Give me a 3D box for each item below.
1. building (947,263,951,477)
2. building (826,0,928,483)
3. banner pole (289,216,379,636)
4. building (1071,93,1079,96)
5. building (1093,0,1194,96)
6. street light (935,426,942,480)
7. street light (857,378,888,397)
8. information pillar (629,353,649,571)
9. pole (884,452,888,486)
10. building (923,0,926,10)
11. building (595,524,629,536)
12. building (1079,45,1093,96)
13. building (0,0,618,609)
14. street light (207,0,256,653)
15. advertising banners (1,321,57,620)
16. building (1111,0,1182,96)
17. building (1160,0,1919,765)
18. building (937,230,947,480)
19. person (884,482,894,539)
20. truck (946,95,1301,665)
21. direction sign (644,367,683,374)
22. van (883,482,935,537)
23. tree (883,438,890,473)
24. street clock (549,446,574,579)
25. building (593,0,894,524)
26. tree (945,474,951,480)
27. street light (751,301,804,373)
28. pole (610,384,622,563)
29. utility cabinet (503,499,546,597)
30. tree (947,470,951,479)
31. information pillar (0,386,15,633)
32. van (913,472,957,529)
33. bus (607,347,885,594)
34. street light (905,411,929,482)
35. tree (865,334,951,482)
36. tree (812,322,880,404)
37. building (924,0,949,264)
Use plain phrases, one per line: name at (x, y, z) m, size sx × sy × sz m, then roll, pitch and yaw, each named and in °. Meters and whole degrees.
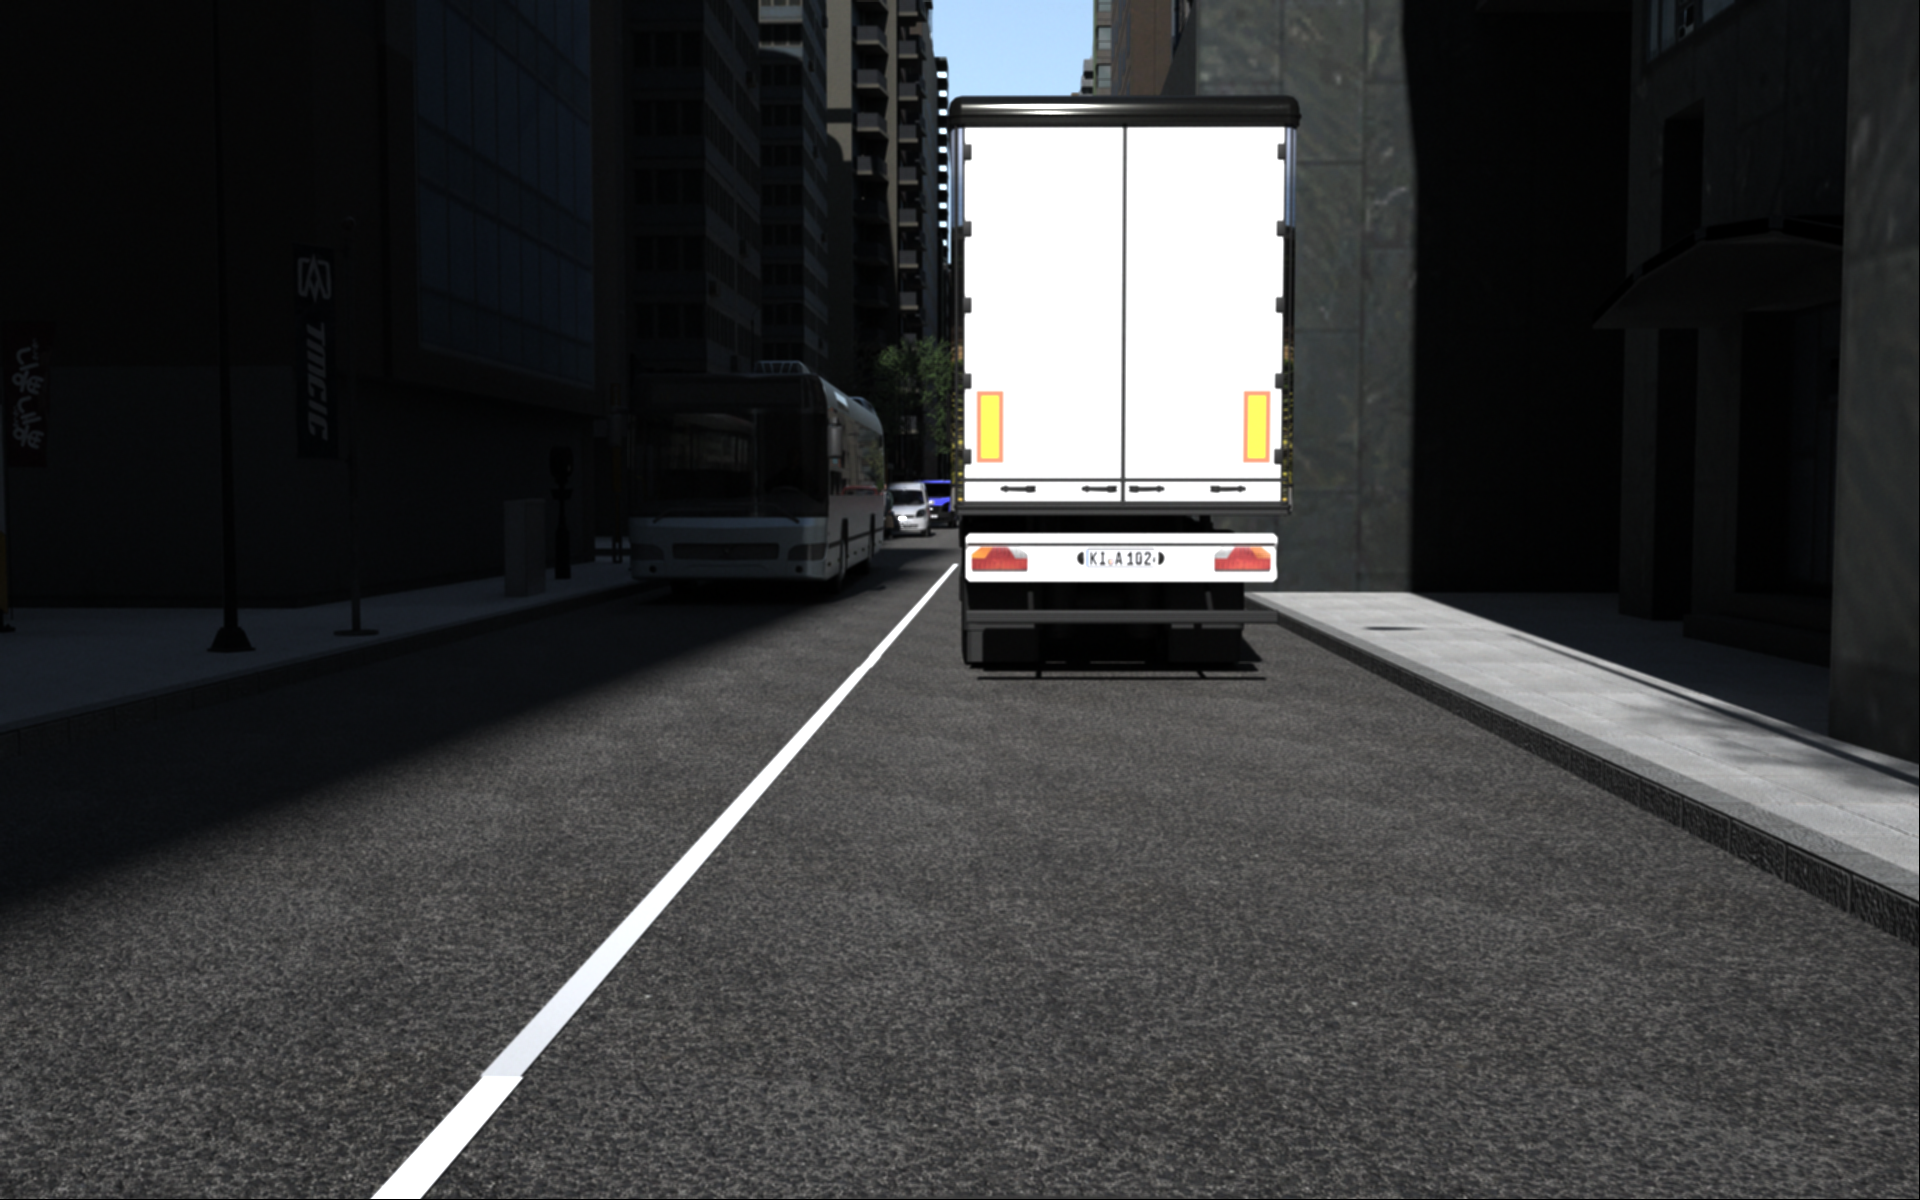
building at (-7.671, -26.746, 208.993) m, size 14.160 × 30.474 × 14.107 m, roll 0°, pitch 4°, yaw 2°
building at (-13.925, -29.177, 131.675) m, size 22.147 × 44.769 × 28.867 m, roll 0°, pitch 4°, yaw 2°
banner pole at (-5.625, -1.559, 15.514) m, size 0.401 × 3.779 × 0.863 m, roll 2°, pitch 4°, yaw 28°
building at (24.542, -43.972, 260.939) m, size 21.231 × 58.520 × 28.212 m, roll 0°, pitch 4°, yaw 2°
building at (16.444, -26.930, 123.893) m, size 14.154 × 41.232 × 14.086 m, roll 0°, pitch 4°, yaw 2°
street light at (-1.948, -8.954, 118.945) m, size 1.470 × 5.913 × 1.316 m, roll 0°, pitch 4°, yaw 2°
street light at (-3.569, -5.929, 69.480) m, size 1.470 × 5.913 × 1.316 m, roll 0°, pitch 4°, yaw 2°
information pillar at (-5.328, -2.303, 29.004) m, size 0.183 × 3.616 × 0.504 m, roll 2°, pitch 4°, yaw 32°
pole at (-3.607, -5.521, 84.114) m, size 0.158 × 3.312 × 0.155 m, roll 0°, pitch 3°, yaw 0°
building at (-9.819, -30.759, 153.025) m, size 14.600 × 45.320 × 14.200 m, roll 0°, pitch 4°, yaw 2°
building at (-19.733, -22.329, 56.963) m, size 32.217 × 40.220 × 23.993 m, roll 0°, pitch 4°, yaw 2°
building at (23.265, -33.972, 175.055) m, size 23.786 × 49.044 × 30.456 m, roll 0°, pitch 4°, yaw 2°
building at (-13.871, -22.949, 25.320) m, size 14.200 × 45.320 × 14.600 m, roll 0°, pitch 4°, yaw 2°
street light at (-5.422, -2.534, 13.968) m, size 1.470 × 5.913 × 1.316 m, roll 0°, pitch 4°, yaw 2°
advertising banners at (-10.183, -1.304, 17.513) m, size 2.074 × 3.025 × 0.090 m, roll 0°, pitch 4°, yaw -6°
building at (13.397, -25.675, 69.900) m, size 14.600 × 45.320 × 14.200 m, roll 0°, pitch 4°, yaw 2°
building at (14.019, -42.935, 14.664) m, size 22.319 × 86.520 × 31.000 m, roll 0°, pitch 4°, yaw 2°
building at (-9.023, -25.127, 182.526) m, size 14.160 × 30.474 × 14.107 m, roll 0°, pitch 4°, yaw 2°
person at (-2.362, -2.848, 55.047) m, size 0.794 × 1.824 × 0.713 m, roll 2°, pitch 4°, yaw 35°
truck at (1.199, -1.768, 17.826) m, size 2.839 × 4.237 × 11.283 m, roll 0°, pitch 4°, yaw 0°
direction sign at (-5.400, -2.396, 31.169) m, size 0.876 × 3.537 × 0.379 m, roll -2°, pitch 4°, yaw -26°
van at (-1.852, -3.161, 58.688) m, size 2.013 × 2.044 × 4.112 m, roll 0°, pitch 4°, yaw 1°
tree at (-4.872, -5.855, 79.443) m, size 4.285 × 4.588 × 4.351 m, roll 0°, pitch 3°, yaw 0°
street clock at (-6.011, -1.321, 26.161) m, size 0.358 × 2.002 × 0.471 m, roll 0°, pitch 4°, yaw 5°
building at (-20.098, -24.581, 93.773) m, size 32.217 × 40.220 × 23.993 m, roll 0°, pitch 4°, yaw 2°
tree at (-0.883, -10.446, 165.399) m, size 1.663 × 3.219 × 1.824 m, roll 0°, pitch 3°, yaw 0°
street light at (-4.463, -4.240, 41.859) m, size 1.470 × 5.913 × 1.316 m, roll 0°, pitch 4°, yaw 2°
pole at (-6.369, -2.339, 32.089) m, size 0.158 × 3.312 × 0.155 m, roll 0°, pitch 3°, yaw 0°
utility cabinet at (-5.551, -0.668, 22.081) m, size 0.306 × 1.237 × 1.020 m, roll 0°, pitch 4°, yaw 0°
tree at (0.027, -12.773, 192.544) m, size 4.285 × 4.588 × 4.351 m, roll 0°, pitch 3°, yaw 0°
information pillar at (-8.997, -1.497, 15.838) m, size 0.183 × 3.616 × 0.504 m, roll 2°, pitch 4°, yaw 30°
van at (-1.121, -4.217, 73.324) m, size 2.240 × 2.365 × 5.245 m, roll 0°, pitch 4°, yaw 2°
bus at (-2.882, -2.006, 27.659) m, size 2.948 × 3.499 × 13.247 m, roll 0°, pitch 4°, yaw 1°
street light at (-2.514, -7.629, 97.274) m, size 1.470 × 5.913 × 1.316 m, roll 0°, pitch 4°, yaw 2°
tree at (-3.180, -11.431, 112.644) m, size 9.928 × 11.665 × 9.643 m, roll 0°, pitch 3°, yaw 0°
tree at (-5.169, -7.583, 74.350) m, size 4.360 × 8.622 × 3.978 m, roll 0°, pitch 3°, yaw 0°
building at (-11.136, -56.145, 230.644) m, size 22.319 × 86.520 × 31.000 m, roll 0°, pitch 4°, yaw 2°
